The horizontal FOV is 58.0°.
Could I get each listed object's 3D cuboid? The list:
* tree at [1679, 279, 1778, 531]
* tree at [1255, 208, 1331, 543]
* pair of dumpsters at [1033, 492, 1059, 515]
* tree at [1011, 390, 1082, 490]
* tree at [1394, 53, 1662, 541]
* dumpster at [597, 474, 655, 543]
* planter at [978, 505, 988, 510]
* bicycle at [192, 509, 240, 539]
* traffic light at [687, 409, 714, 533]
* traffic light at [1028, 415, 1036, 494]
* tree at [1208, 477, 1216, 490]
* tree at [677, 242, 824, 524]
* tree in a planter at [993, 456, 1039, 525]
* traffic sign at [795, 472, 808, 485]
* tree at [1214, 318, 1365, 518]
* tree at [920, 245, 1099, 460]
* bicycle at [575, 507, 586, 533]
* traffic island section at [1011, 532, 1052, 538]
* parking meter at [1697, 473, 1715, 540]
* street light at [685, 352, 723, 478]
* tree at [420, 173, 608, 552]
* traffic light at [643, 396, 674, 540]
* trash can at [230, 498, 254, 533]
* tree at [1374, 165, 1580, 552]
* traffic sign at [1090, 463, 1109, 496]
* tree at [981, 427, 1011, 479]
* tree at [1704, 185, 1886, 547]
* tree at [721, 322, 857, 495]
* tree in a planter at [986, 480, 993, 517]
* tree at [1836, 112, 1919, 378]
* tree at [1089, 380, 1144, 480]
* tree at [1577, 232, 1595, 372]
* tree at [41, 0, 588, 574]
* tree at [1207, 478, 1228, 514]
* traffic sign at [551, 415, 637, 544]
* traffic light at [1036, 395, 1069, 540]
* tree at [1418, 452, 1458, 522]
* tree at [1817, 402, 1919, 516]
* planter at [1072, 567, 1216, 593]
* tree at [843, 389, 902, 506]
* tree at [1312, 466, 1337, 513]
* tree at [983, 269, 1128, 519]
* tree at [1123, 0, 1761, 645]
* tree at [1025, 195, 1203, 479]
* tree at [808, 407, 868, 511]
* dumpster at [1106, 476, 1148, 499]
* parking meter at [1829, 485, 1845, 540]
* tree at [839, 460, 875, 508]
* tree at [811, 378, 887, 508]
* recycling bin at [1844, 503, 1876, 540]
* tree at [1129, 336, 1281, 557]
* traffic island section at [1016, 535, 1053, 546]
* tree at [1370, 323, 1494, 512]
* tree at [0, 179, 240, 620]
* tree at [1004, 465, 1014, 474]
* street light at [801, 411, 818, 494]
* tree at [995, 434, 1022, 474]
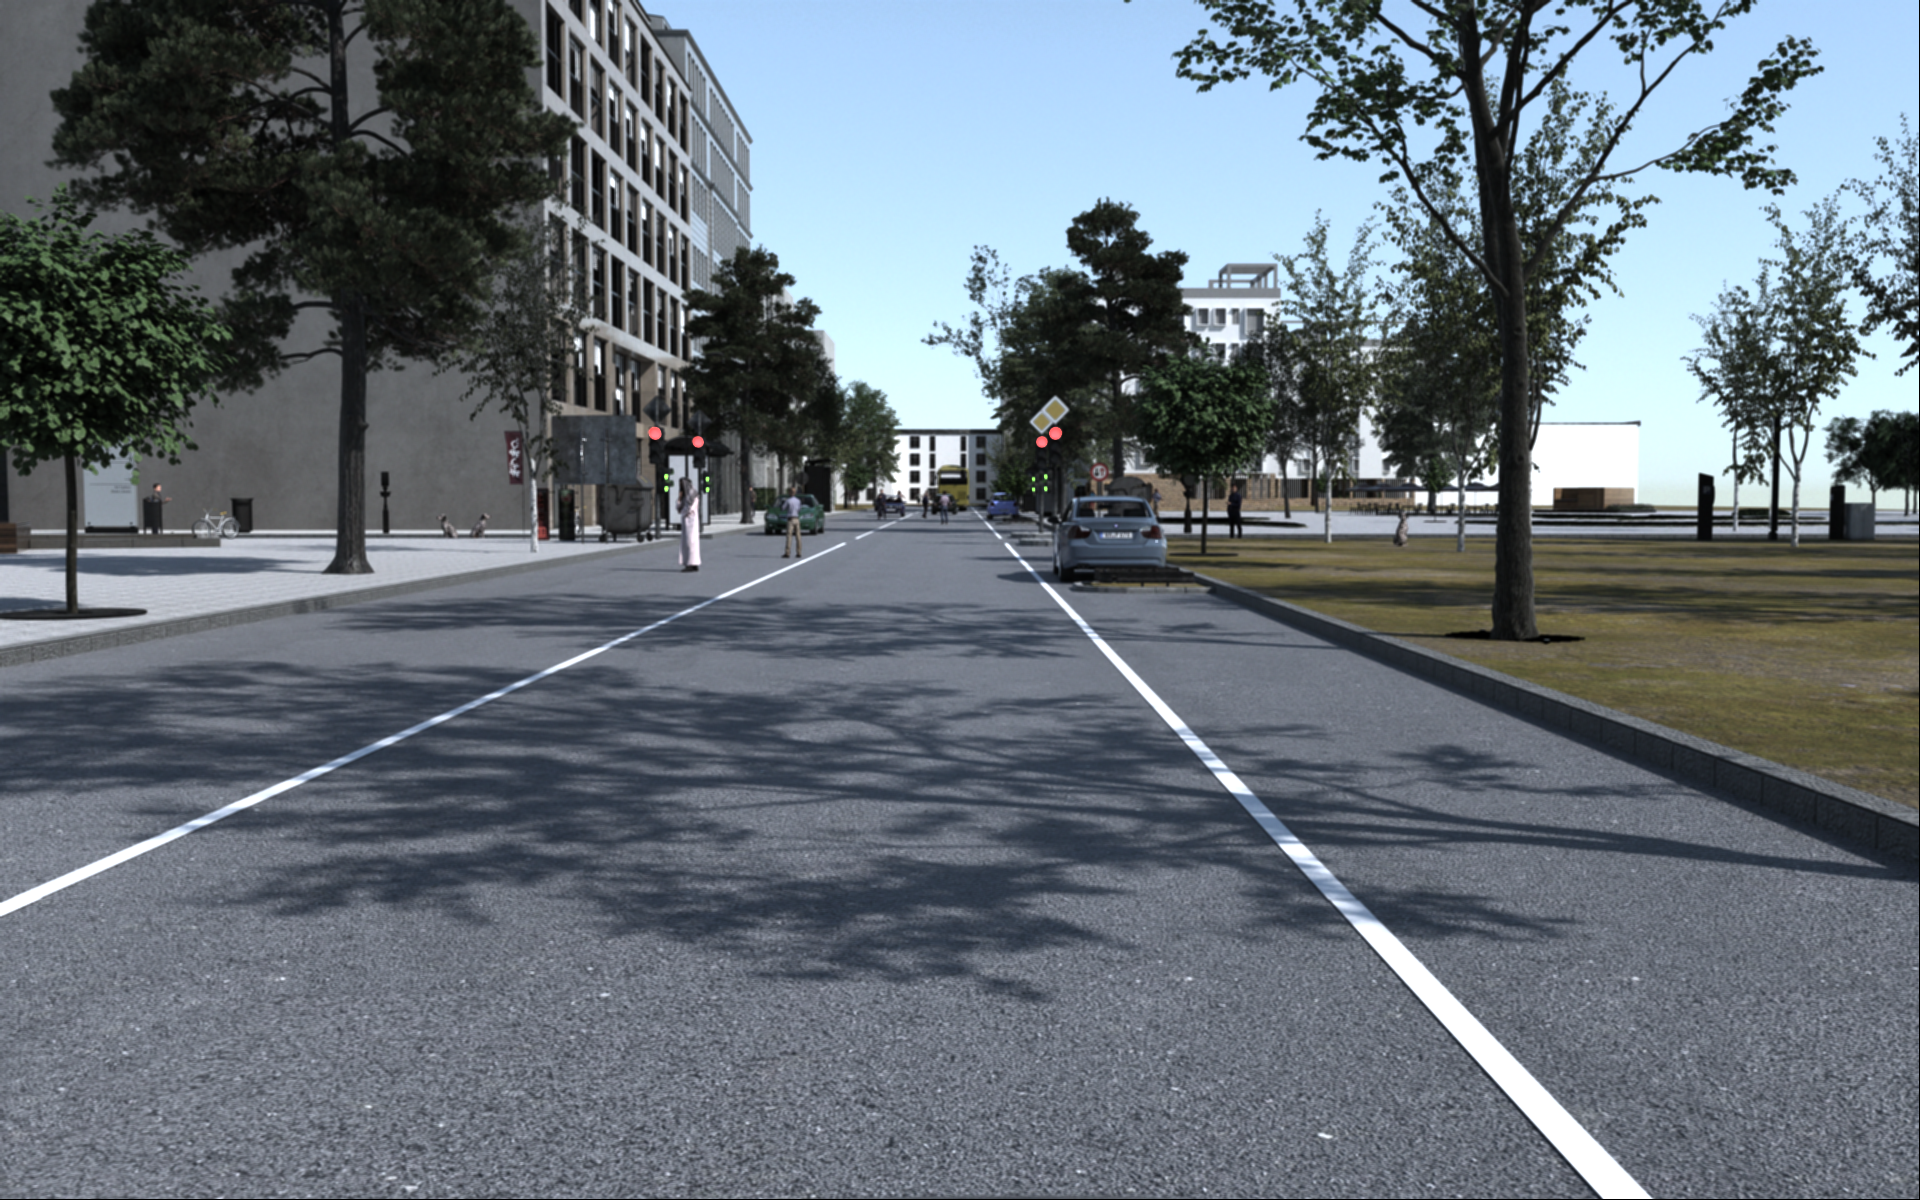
[{"bbox_3d":[27.082,-6.684,59.654,4.360,8.622,3.978,0,3,0],"label":"tree"},{"bbox_3d":[9.962,-5.818,45.487,4.737,8.622,4.395,0,3,0],"label":"tree"},{"bbox_3d":[5.459,-6.454,108.021,1.574,2.255,4.436,0,3,0],"label":"pair of dumpsters"},{"bbox_3d":[5.690,-9.345,103.157,4.737,8.622,4.395,0,3,0],"label":"tree"},{"bbox_3d":[9.188,-4.787,28.622,4.737,8.622,4.395,0,3,0],"label":"tree"},{"bbox_3d":[-8.921,-2.475,46.221,1.264,1.857,1.865,0,4,0],"label":"dumpster"},{"bbox_3d":[2.610,-10.085,186.026,1.991,0.319,1.994,0,3,0],"label":"planter"},{"bbox_3d":[-21.120,-2.202,49.219,0.635,0.972,1.543,2,4,33],"label":"bicycle"},{"bbox_3d":[-8.512,-4.129,56.756,0.839,4.213,0.868,0,3,0],"label":"traffic light"},{"bbox_3d":[2.649,-4.131,56.778,0.839,4.213,0.868,0,3,0],"label":"traffic light"},{"bbox_3d":[17.074,-10.415,120.653,4.360,8.622,3.978,0,3,0],"label":"tree"},{"bbox_3d":[-9.256,-9.318,74.400,6.751,12.117,7.091,0,3,0],"label":"tree"},{"bbox_3d":[2.669,-5.152,81.460,1.991,3.239,1.994,0,3,0],"label":"tree in a planter"},{"bbox_3d":[-8.963,-5.991,98.060,0.768,2.556,0.104,0,4,3],"label":"traffic sign"},{"bbox_3d":[17.126,-9.601,91.390,8.767,10.594,7.601,-3,4,-37],"label":"tree"},{"bbox_3d":[3.790,-16.926,132.637,12.611,20.169,13.585,0,3,0],"label":"tree"},{"bbox_3d":[-12.656,-2.676,56.979,0.635,0.972,1.543,-2,4,-24],"label":"bicycle"},{"bbox_3d":[2.689,-2.117,56.891,2.009,0.180,2.903,0,3,0],"label":"traffic island section"},{"bbox_3d":[20.658,-2.584,47.951,0.399,1.863,0.255,1,4,15],"label":"parking meter"},{"bbox_3d":[-8.449,-5.160,56.911,1.470,5.913,1.316,0,3,0],"label":"street light"},{"bbox_3d":[-9.510,-5.344,37.730,4.360,8.622,3.978,0,3,0],"label":"tree"},{"bbox_3d":[-8.507,-3.641,48.771,0.839,4.213,0.868,0,3,0],"label":"traffic light"},{"bbox_3d":[-23.737,-2.791,57.281,0.748,1.137,0.748,0,3,0],"label":"trash can"},{"bbox_3d":[11.138,-5.368,38.134,4.360,8.622,3.978,0,3,0],"label":"tree"},{"bbox_3d":[5.648,-4.288,70.207,0.768,2.556,0.104,0,4,4],"label":"traffic sign"},{"bbox_3d":[4.543,-13.531,171.591,4.737,8.622,4.395,0,3,0],"label":"tree"},{"bbox_3d":[20.450,-5.623,42.306,4.737,8.622,4.395,0,3,0],"label":"tree"},{"bbox_3d":[-8.949,-9.442,88.792,8.767,10.594,7.601,3,5,39],"label":"tree"},{"bbox_3d":[2.655,-6.817,108.676,1.991,3.239,1.994,0,3,0],"label":"tree in a planter"},{"bbox_3d":[19.104,-5.083,33.467,4.360,8.622,3.978,0,3,0],"label":"tree"},{"bbox_3d":[10.033,-9.757,109.883,4.360,8.622,3.978,0,3,0],"label":"tree"},{"bbox_3d":[14.738,-5.828,45.657,4.360,8.622,3.978,0,3,0],"label":"tree"},{"bbox_3d":[-9.767,-7.330,27.261,7.806,13.903,7.818,0,3,0],"label":"tree"},{"bbox_3d":[16.282,-9.902,112.257,4.737,8.622,4.395,0,3,0],"label":"tree"},{"bbox_3d":[-9.462,-3.113,44.767,2.265,3.308,0.079,1,4,8],"label":"traffic sign"},{"bbox_3d":[2.654,-3.642,48.793,0.839,4.213,0.868,0,3,0],"label":"traffic light"},{"bbox_3d":[21.594,-5.164,79.039,1.663,3.219,1.824,0,3,0],"label":"tree"},{"bbox_3d":[58.803,-8.783,106.508,11.467,7.101,20.602,1,4,9],"label":"tree"},{"bbox_3d":[2.698,-0.294,25.947,1.991,0.319,1.994,0,3,0],"label":"planter"},{"bbox_3d":[-9.547,-16.421,186.605,7.486,12.596,7.792,0,3,0],"label":"tree"},{"bbox_3d":[24.407,-7.412,115.789,1.663,3.219,1.824,0,3,0],"label":"tree"},{"bbox_3d":[4.882,-10.396,88.095,7.486,12.596,7.792,0,3,0],"label":"tree"},{"bbox_3d":[4.757,-5.461,15.035,9.928,11.665,9.643,0,3,0],"label":"tree"},{"bbox_3d":[5.785,-8.627,63.103,6.751,12.117,7.091,0,3,0],"label":"tree"},{"bbox_3d":[-9.268,-10.916,128.835,4.737,8.622,4.395,0,3,0],"label":"tree"},{"bbox_3d":[5.496,-3.136,57.037,1.264,1.857,1.865,0,4,0],"label":"dumpster"},{"bbox_3d":[24.677,-2.466,48.732,0.372,1.533,0.369,0,3,0],"label":"parking meter"},{"bbox_3d":[-9.737,-11.009,163.717,4.285,4.588,4.351,0,3,0],"label":"tree"},{"bbox_3d":[-10.084,-14.016,154.923,9.928,11.665,9.643,0,3,0],"label":"tree"},{"bbox_3d":[25.274,-2.219,48.843,0.722,1.027,0.722,0,4,-2],"label":"recycling bin"},{"bbox_3d":[5.045,-3.200,36.040,4.285,4.588,4.351,0,3,0],"label":"tree"},{"bbox_3d":[2.694,-1.628,48.906,2.009,0.180,2.903,0,3,0],"label":"traffic island section"},{"bbox_3d":[33.284,-13.173,122.039,9.857,13.997,8.962,0,3,0],"label":"tree"},{"bbox_3d":[-9.350,-2.104,18.121,4.285,4.588,4.351,0,3,0],"label":"tree"},{"bbox_3d":[5.711,-12.324,185.216,4.285,4.588,4.351,0,3,0],"label":"tree"},{"bbox_3d":[-8.319,-7.619,97.109,1.470,5.913,1.316,0,3,0],"label":"street light"},{"bbox_3d":[5.741,-15.173,198.442,4.360,8.622,3.978,0,3,0],"label":"tree"}]
